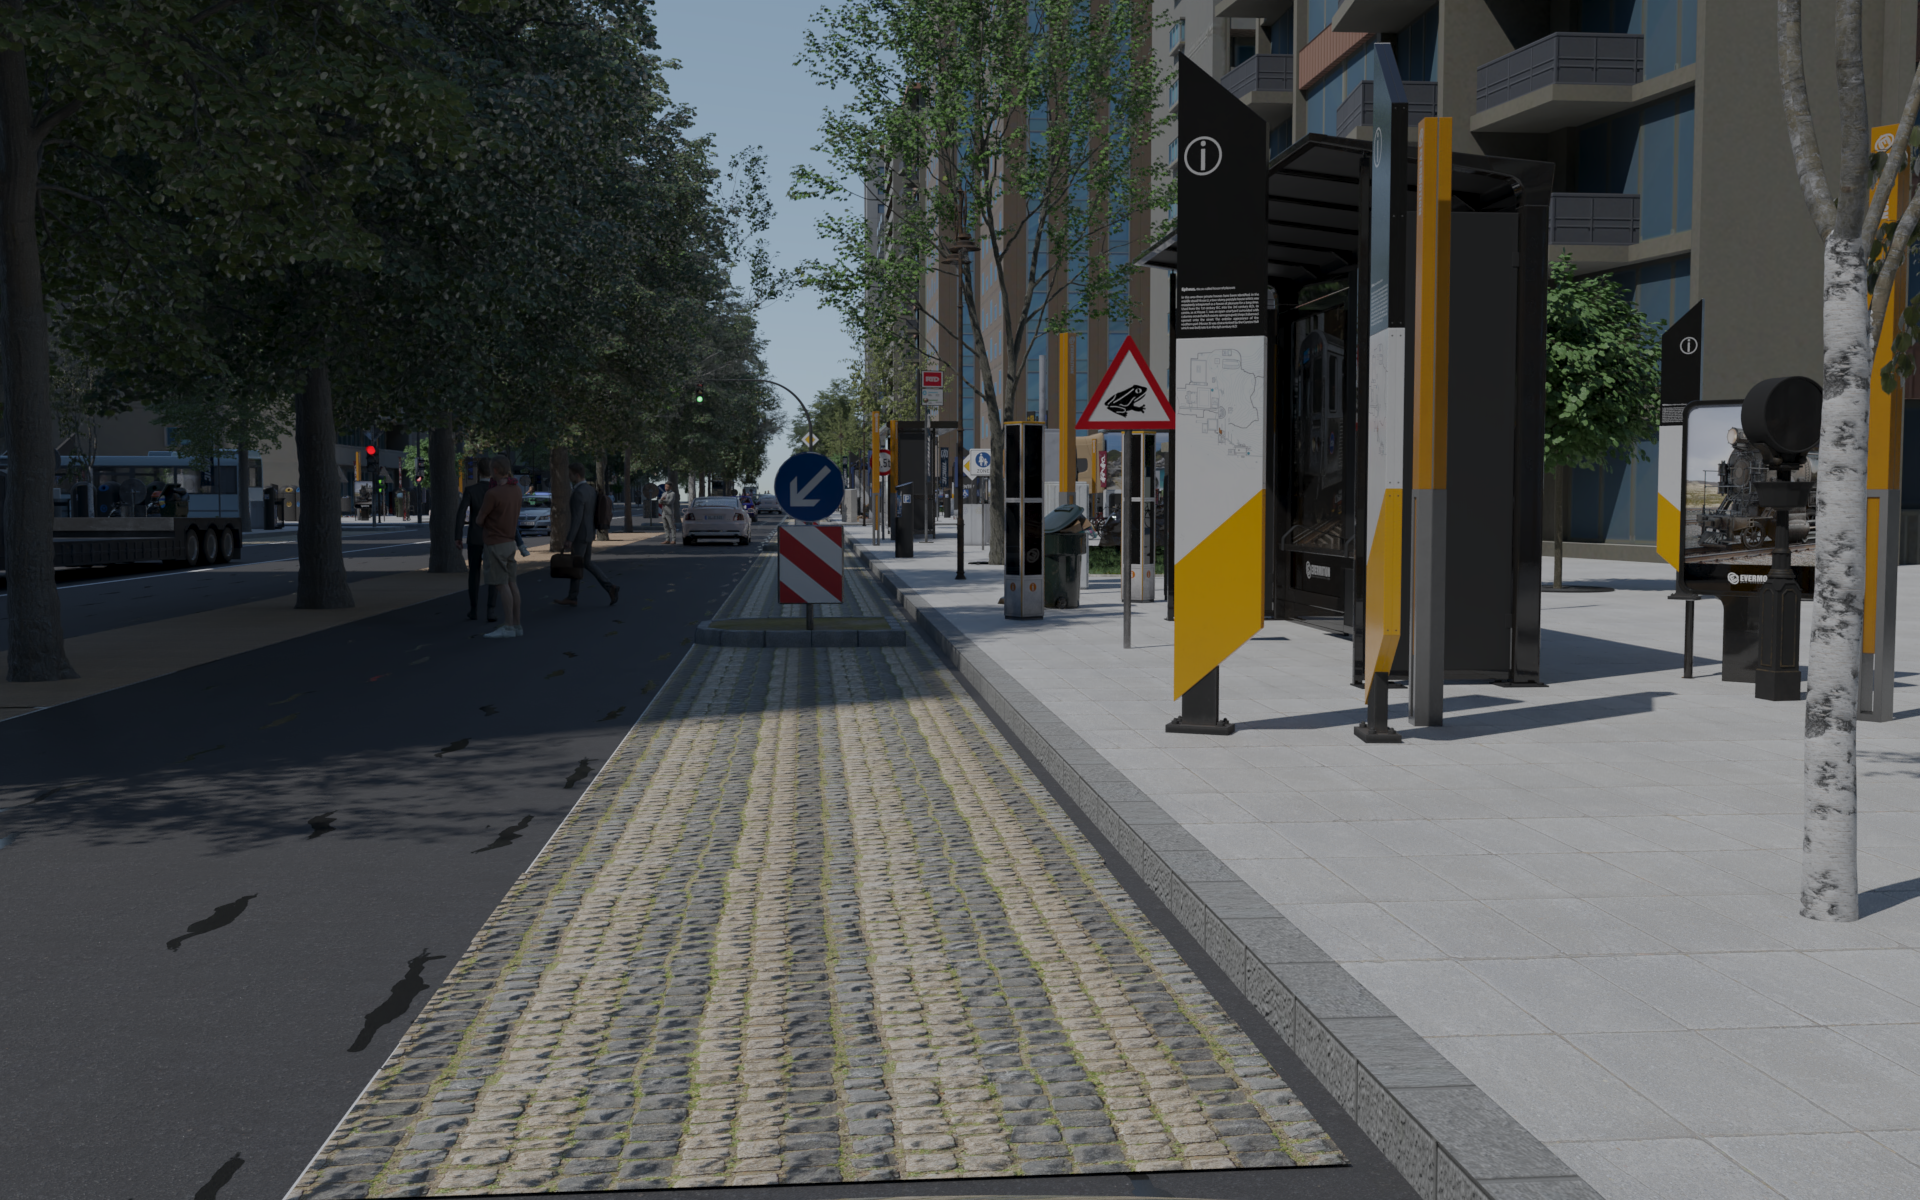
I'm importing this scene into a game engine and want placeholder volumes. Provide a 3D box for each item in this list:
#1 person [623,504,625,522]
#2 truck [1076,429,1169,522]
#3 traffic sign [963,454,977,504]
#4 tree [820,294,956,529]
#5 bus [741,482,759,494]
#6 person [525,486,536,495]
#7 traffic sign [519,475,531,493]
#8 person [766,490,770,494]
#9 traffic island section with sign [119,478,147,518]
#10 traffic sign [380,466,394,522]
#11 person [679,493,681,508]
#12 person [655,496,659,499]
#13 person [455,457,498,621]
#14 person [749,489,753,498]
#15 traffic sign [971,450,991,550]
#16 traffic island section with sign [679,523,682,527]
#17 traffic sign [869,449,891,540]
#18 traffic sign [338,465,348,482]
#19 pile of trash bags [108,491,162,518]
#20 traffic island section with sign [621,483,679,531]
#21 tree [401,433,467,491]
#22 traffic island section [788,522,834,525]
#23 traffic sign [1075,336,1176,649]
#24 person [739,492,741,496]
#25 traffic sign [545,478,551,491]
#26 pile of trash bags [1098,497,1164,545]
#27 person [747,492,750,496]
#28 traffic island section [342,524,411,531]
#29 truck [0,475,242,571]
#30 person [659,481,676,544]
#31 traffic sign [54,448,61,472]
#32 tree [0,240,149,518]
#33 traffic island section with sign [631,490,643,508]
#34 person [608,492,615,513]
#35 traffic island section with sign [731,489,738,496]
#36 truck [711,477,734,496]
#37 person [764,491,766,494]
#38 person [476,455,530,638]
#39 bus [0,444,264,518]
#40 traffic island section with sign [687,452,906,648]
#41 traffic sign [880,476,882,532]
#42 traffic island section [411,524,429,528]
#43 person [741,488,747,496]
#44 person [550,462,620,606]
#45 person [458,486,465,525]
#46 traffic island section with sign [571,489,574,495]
[{"bbox_3d":[-17.283,-4.708,89.748,0.394,1.301,0.425,-2,4,-32],"label":"person"},{"bbox_3d":[8.330,-5.211,74.117,11.283,4.237,2.839,0,4,-5],"label":"truck"},{"bbox_3d":[0.326,-2.790,46.807,0.795,2.450,0.064,0,4,-4],"label":"traffic sign"},{"bbox_3d":[-2.593,-6.936,63.758,4.737,8.622,4.395,0,3,0],"label":"tree"},{"bbox_3d":[-35.919,-18.673,296.848,2.896,3.916,12.252,0,4,-5],"label":"bus"},{"bbox_3d":[-19.419,-4.277,78.673,0.600,1.795,0.529,3,4,38],"label":"person"},{"bbox_3d":[-29.369,-7.147,116.957,0.768,2.556,0.104,0,4,-4],"label":"traffic sign"},{"bbox_3d":[-19.388,-10.189,175.181,1.348,1.812,0.705,0,4,4],"label":"person"},{"bbox_3d":[-20.621,-2.092,42.832,1.989,1.847,2.006,0,4,-5],"label":"traffic island section with sign"},{"bbox_3d":[-26.778,-4.923,80.498,0.884,2.594,0.081,0,4,-4],"label":"traffic sign"},{"bbox_3d":[-29.386,-10.446,180.768,0.415,1.643,0.593,-3,4,-37],"label":"person"},{"bbox_3d":[-31.521,-10.513,181.093,0.721,1.736,1.217,-3,5,-41],"label":"person"},{"bbox_3d":[-5.402,-0.692,19.595,0.659,1.850,0.755,-1,4,-21],"label":"person"},{"bbox_3d":[-15.228,-7.174,125.801,0.388,1.821,0.555,-1,4,-20],"label":"person"},{"bbox_3d":[0.523,-2.277,39.365,0.606,2.300,0.079,0,4,-5],"label":"traffic sign"},{"bbox_3d":[-12.963,-4.151,76.007,2.006,1.907,1.989,0,4,-5],"label":"traffic island section with sign"},{"bbox_3d":[-2.158,-2.969,48.645,0.768,2.556,0.104,0,4,-1],"label":"traffic sign"},{"bbox_3d":[-28.188,-4.804,78.556,0.884,2.594,0.081,0,4,0],"label":"traffic sign"},{"bbox_3d":[-25.046,-2.663,53.296,1.912,1.369,3.447,-1,4,-10],"label":"pile of trash bags"},{"bbox_3d":[-12.312,-3.700,68.629,2.006,1.907,1.989,0,4,-5],"label":"traffic island section with sign"},{"bbox_3d":[-26.839,-6.382,88.059,4.285,4.588,4.351,0,3,0],"label":"tree"},{"bbox_3d":[-6.615,-3.342,76.914,2.009,0.180,2.903,0,4,-5],"label":"traffic island section"},{"bbox_3d":[1.386,-0.875,14.306,0.884,2.594,0.081,0,4,2],"label":"traffic sign"},{"bbox_3d":[-38.807,-18.084,304.892,1.217,1.735,0.721,-3,5,-39],"label":"person"},{"bbox_3d":[-32.403,-8.355,136.713,0.768,2.556,0.104,0,4,3],"label":"traffic sign"},{"bbox_3d":[4.738,-2.009,42.593,1.912,1.369,3.447,2,4,26],"label":"pile of trash bags"},{"bbox_3d":[-31.393,-15.105,256.168,1.217,1.736,0.721,-3,5,-44],"label":"person"},{"bbox_3d":[-22.827,-2.763,67.456,2.009,0.180,2.903,0,4,-5],"label":"traffic island section"},{"bbox_3d":[-15.489,-2.276,26.977,2.967,4.110,18.799,0,4,-5],"label":"truck"},{"bbox_3d":[-8.379,-2.496,49.489,0.511,1.800,0.466,2,4,27],"label":"person"},{"bbox_3d":[-23.999,-2.776,45.500,0.768,2.556,0.104,0,4,-2],"label":"traffic sign"},{"bbox_3d":[-24.646,-5.995,48.377,4.360,8.622,3.978,0,3,0],"label":"tree"},{"bbox_3d":[-32.475,-10.180,175.072,1.989,1.847,2.006,0,4,-5],"label":"traffic island section with sign"},{"bbox_3d":[-27.046,-7.580,134.240,0.589,1.601,0.330,0,4,-5],"label":"person"},{"bbox_3d":[-19.675,-8.729,150.847,2.006,1.907,1.989,0,4,-5],"label":"traffic island section with sign"},{"bbox_3d":[-27.562,-12.985,201.224,2.839,4.237,11.283,0,4,-6],"label":"truck"},{"bbox_3d":[-22.687,-11.848,202.227,1.348,1.822,0.705,3,4,38],"label":"person"},{"bbox_3d":[-4.602,-0.547,17.425,0.573,1.828,0.580,-2,4,-33],"label":"person"},{"bbox_3d":[-35.743,-4.653,70.940,13.247,3.499,2.948,0,4,-4],"label":"bus"},{"bbox_3d":[-1.582,-0.512,16.997,1.989,1.847,2.006,0,4,-5],"label":"traffic island section with sign"},{"bbox_3d":[-2.652,-3.461,58.714,0.606,2.300,0.079,0,4,4],"label":"traffic sign"},{"bbox_3d":[-23.539,-3.249,75.409,2.009,0.180,2.903,0,4,-5],"label":"traffic island section"},{"bbox_3d":[-14.537,-6.599,116.408,0.388,1.821,0.555,2,4,24],"label":"person"},{"bbox_3d":[-4.779,-0.832,22.066,0.822,1.834,0.622,0,4,-3],"label":"person"},{"bbox_3d":[-22.962,-4.314,79.137,0.767,1.812,0.694,3,5,42],"label":"person"},{"bbox_3d":[-27.952,-7.092,124.580,1.989,1.847,2.006,0,4,-5],"label":"traffic island section with sign"}]
